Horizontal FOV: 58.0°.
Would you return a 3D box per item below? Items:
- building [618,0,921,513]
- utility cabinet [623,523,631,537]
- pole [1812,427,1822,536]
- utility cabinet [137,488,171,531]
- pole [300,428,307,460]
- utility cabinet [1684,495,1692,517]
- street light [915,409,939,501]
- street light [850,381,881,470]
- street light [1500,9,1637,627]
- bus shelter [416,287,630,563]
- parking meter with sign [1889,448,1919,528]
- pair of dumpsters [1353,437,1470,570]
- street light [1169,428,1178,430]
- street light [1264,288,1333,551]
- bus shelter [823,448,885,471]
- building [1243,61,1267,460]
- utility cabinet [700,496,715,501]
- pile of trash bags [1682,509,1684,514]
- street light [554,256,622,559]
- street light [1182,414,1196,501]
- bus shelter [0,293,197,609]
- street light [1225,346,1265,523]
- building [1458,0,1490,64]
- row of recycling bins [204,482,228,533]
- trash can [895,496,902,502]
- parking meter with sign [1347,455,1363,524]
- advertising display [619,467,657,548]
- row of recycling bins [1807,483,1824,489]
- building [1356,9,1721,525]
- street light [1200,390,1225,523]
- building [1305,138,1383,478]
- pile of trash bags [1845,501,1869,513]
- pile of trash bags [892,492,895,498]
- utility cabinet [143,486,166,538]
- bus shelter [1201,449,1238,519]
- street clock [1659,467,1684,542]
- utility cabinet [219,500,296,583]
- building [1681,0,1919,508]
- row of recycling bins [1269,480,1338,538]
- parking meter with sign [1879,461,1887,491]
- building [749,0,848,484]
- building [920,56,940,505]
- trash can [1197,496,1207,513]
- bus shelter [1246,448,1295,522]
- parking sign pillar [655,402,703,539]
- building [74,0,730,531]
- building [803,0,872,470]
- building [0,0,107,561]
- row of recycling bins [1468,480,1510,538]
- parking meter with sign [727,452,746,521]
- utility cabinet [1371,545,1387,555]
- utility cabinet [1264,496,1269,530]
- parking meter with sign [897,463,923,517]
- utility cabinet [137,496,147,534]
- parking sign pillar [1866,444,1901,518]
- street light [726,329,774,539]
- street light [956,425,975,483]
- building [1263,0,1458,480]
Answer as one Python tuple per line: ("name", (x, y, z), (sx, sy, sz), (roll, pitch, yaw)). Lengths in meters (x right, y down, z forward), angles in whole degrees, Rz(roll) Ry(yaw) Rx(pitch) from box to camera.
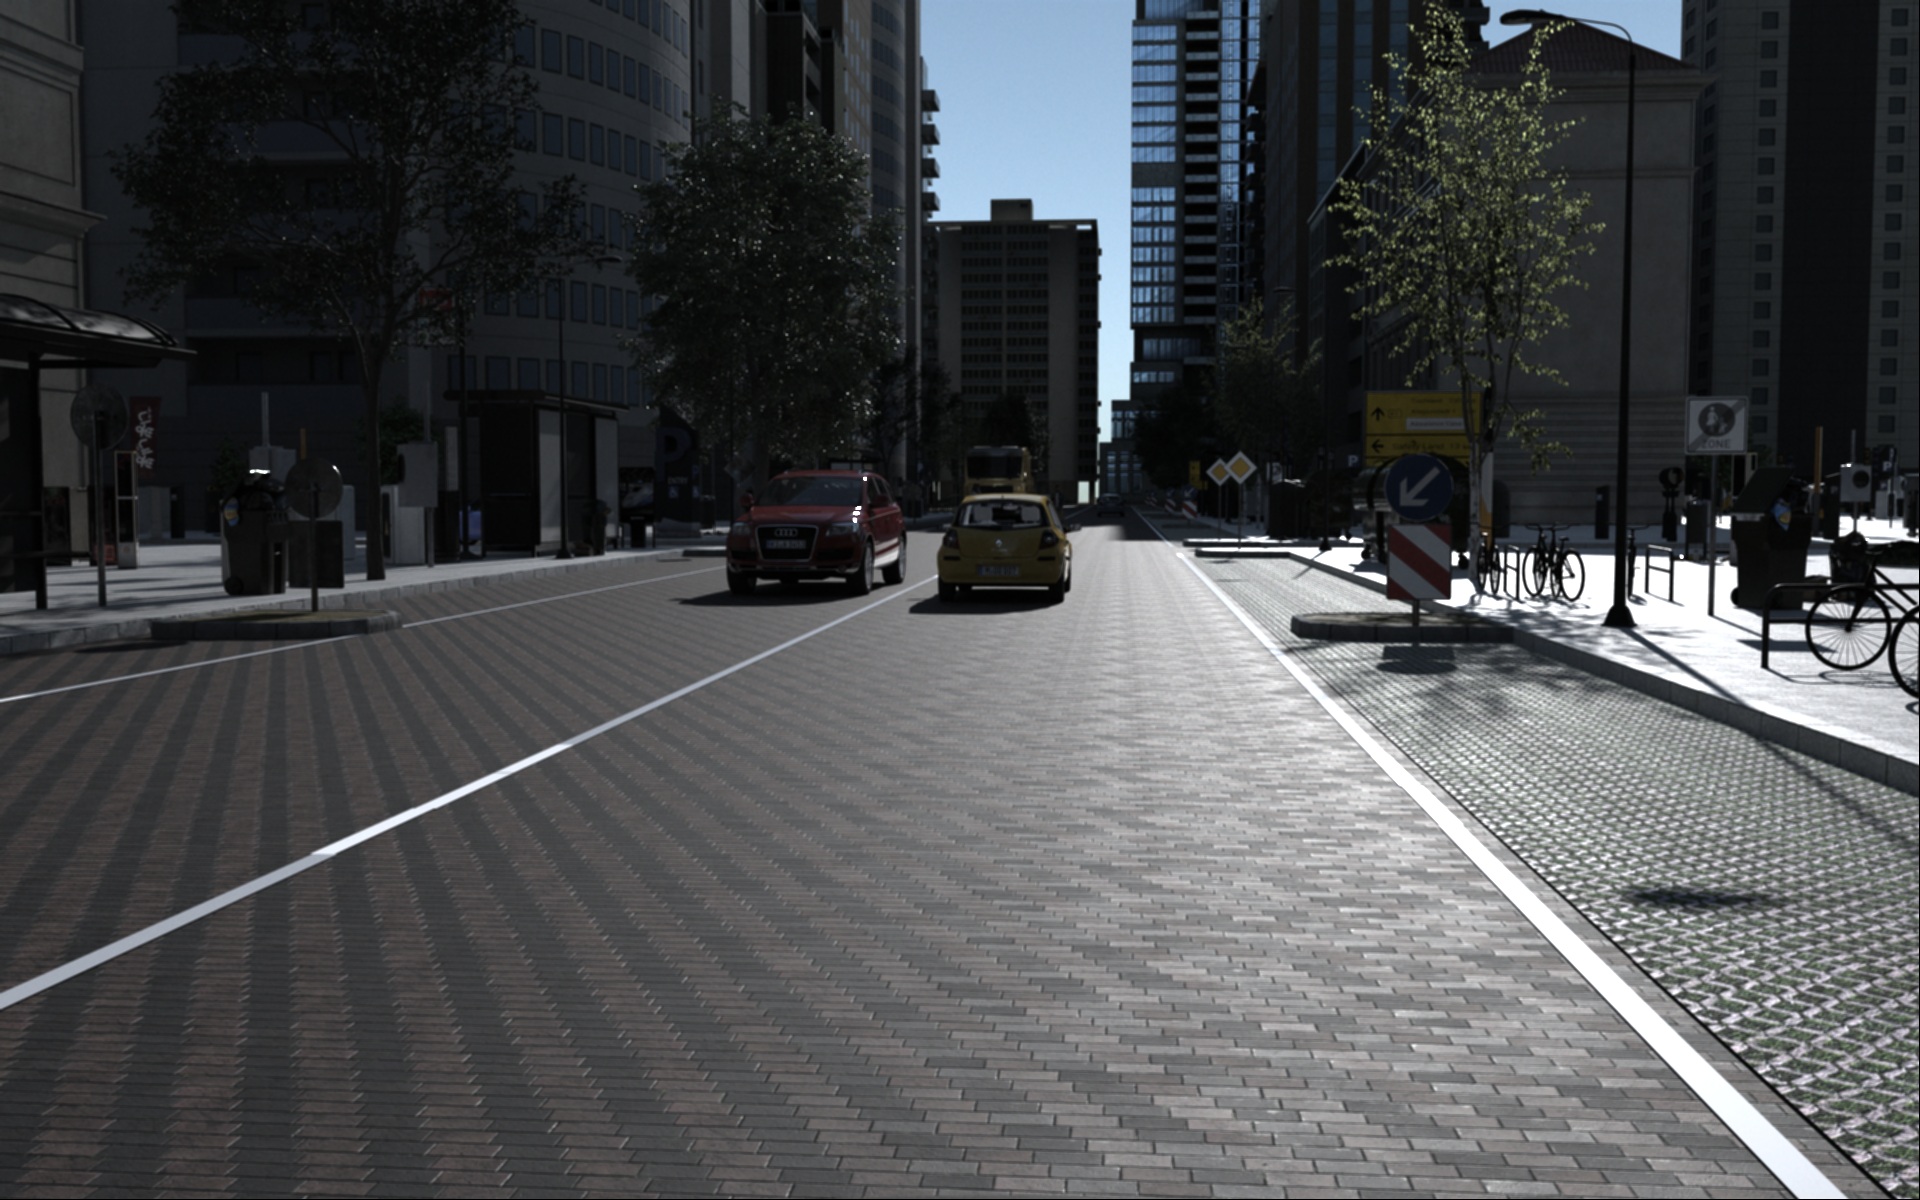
("building", (-15.501, -37.395, 153.410), (21.231, 58.520, 28.212), (0, 4, 5))
("utility cabinet", (-9.875, -2.509, 52.191), (0.306, 1.237, 1.020), (0, 4, 3))
("pole", (25.973, -3.586, 52.470), (0.158, 3.312, 0.155), (0, 3, 0))
("utility cabinet", (-27.571, -3.079, 59.021), (1.173, 1.500, 0.318), (-3, 5, -45))
("pole", (-20.228, -3.644, 53.418), (0.158, 3.312, 0.155), (0, 3, 0))
("utility cabinet", (40.629, -5.217, 96.455), (0.306, 1.237, 1.020), (3, 5, 40))
("street light", (-1.820, -7.403, 93.573), (1.470, 5.913, 1.316), (0, 4, 5))
("street light", (-3.938, -6.037, 71.240), (1.470, 5.913, 1.316), (0, 4, 5))
("street light", (5.882, -2.704, 16.745), (1.470, 5.913, 1.316), (0, 4, 5))
("bus shelter", (-9.197, -3.582, 36.193), (2.179, 5.291, 8.768), (0, 4, 5))
("parking meter with sign", (36.011, -4.219, 65.249), (1.738, 3.016, 0.543), (1, 4, 12))
("pair of dumpsters", (8.220, -1.771, 31.450), (1.574, 2.255, 4.437), (0, 4, 5))
("street light", (15.486, -9.173, 122.523), (1.470, 5.913, 1.316), (0, 4, 5))
("street light", (7.740, -4.072, 39.112), (1.470, 5.913, 1.316), (0, 4, 5))
("bus shelter", (-4.706, -5.090, 77.144), (2.014, 3.302, 5.546), (0, 4, 5))
("building", (39.980, -31.750, 173.733), (22.147, 44.769, 28.867), (0, 4, 5))
("utility cabinet", (-10.516, -3.715, 71.897), (0.306, 1.237, 1.020), (1, 4, 20))
("pile of trash bags", (46.486, -6.308, 112.884), (1.912, 1.369, 3.447), (0, 4, -2))
("street light", (-7.301, -3.761, 34.031), (1.470, 5.913, 1.316), (0, 4, 5))
("street light", (13.542, -7.806, 100.174), (1.470, 5.913, 1.316), (0, 4, 5))
("bus shelter", (-9.785, -1.397, 16.771), (2.014, 3.302, 5.546), (0, 4, 5))
("street light", (9.221, -5.004, 54.361), (1.470, 5.913, 1.316), (0, 4, 5))
("building", (32.971, -29.798, 137.302), (14.600, 45.320, 14.200), (0, 4, 5))
("row of recycling bins", (-23.502, -3.032, 56.686), (3.534, 1.692, 1.069), (3, 4, 36))
("trash can", (-3.815, -5.789, 106.297), (0.748, 1.137, 0.748), (0, 3, 0))
("parking meter with sign", (17.386, -4.881, 76.059), (0.543, 3.016, 1.738), (0, 4, 3))
("advertising display", (-7.681, -2.208, 41.311), (0.974, 1.923, 0.123), (1, 4, 19))
("row of recycling bins", (39.497, -4.441, 79.730), (1.069, 1.692, 3.534), (1, 4, 18))
("building", (25.732, -14.969, 80.902), (11.583, 22.565, 21.152), (0, 4, 5))
("street light", (11.455, -6.410, 77.347), (1.470, 5.913, 1.316), (0, 4, 5))
("building", (29.948, -17.557, 106.117), (14.314, 24.678, 30.058), (0, 4, 5))
("pile of trash bags", (60.341, -6.502, 116.062), (1.912, 1.369, 3.447), (2, 4, 26))
("pile of trash bags", (-4.205, -4.622, 85.322), (1.912, 1.369, 3.447), (2, 4, 29))
("utility cabinet", (-23.310, -2.535, 50.132), (0.318, 1.500, 1.173), (-2, 4, -30))
("bus shelter", (13.967, -6.232, 93.169), (1.731, 3.624, 6.357), (0, 4, 5))
("street clock", (19.138, -2.565, 46.504), (0.471, 2.002, 0.358), (-1, 4, -11))
("utility cabinet", (-10.235, -0.863, 25.279), (0.306, 1.237, 1.020), (3, 5, 41))
("building", (83.007, -44.956, 173.288), (20.611, 71.187, 20.563), (0, 4, 5))
("row of recycling bins", (10.304, -2.734, 51.806), (1.069, 1.692, 3.534), (3, 5, 39))
("parking meter with sign", (48.548, -5.793, 90.981), (0.543, 3.016, 1.738), (3, 4, 37))
("building", (-14.706, -20.251, 102.802), (14.160, 30.474, 14.107), (0, 4, 5))
("building", (-17.743, -34.372, 181.598), (30.456, 49.044, 23.786), (0, 4, 5))
("trash can", (16.561, -6.532, 118.453), (0.748, 1.137, 0.748), (0, 3, 0))
("bus shelter", (13.810, -5.149, 78.107), (2.014, 3.302, 5.546), (0, 4, 5))
("parking sign pillar", (-8.223, -3.785, 50.364), (1.447, 3.967, 1.447), (2, 4, 26))
("building", (-22.159, -32.443, 72.450), (21.231, 58.520, 28.212), (0, 4, 5))
("building", (-14.577, -29.463, 131.834), (14.600, 45.320, 14.200), (0, 4, 5))
("building", (-31.746, -11.860, 27.190), (30.059, 22.955, 16.112), (0, 4, 5))
("row of recycling bins", (15.493, -2.760, 52.238), (1.069, 1.692, 3.534), (-1, 4, -8))
("parking meter with sign", (-8.861, -4.465, 69.260), (0.543, 3.016, 1.738), (-1, 4, -18))
("utility cabinet", (8.861, -1.692, 36.338), (0.318, 1.500, 1.173), (1, 4, 23))
("utility cabinet", (11.415, -3.113, 62.058), (1.020, 1.237, 0.306), (2, 4, 31))
("parking meter with sign", (-2.889, -6.202, 97.667), (1.738, 3.016, 0.543), (3, 5, 41))
("utility cabinet", (-26.459, -2.748, 56.087), (0.306, 1.237, 1.020), (1, 4, 19))
("parking sign pillar", (50.333, -6.486, 94.511), (1.447, 3.967, 1.447), (0, 4, -7))
("street light", (-5.923, -4.670, 48.895), (1.470, 5.913, 1.316), (0, 4, 5))
("street light", (0.284, -8.826, 116.839), (1.470, 5.913, 1.316), (0, 4, 5))
("building", (34.293, -30.692, 151.918), (14.600, 45.320, 14.200), (0, 4, 5))
